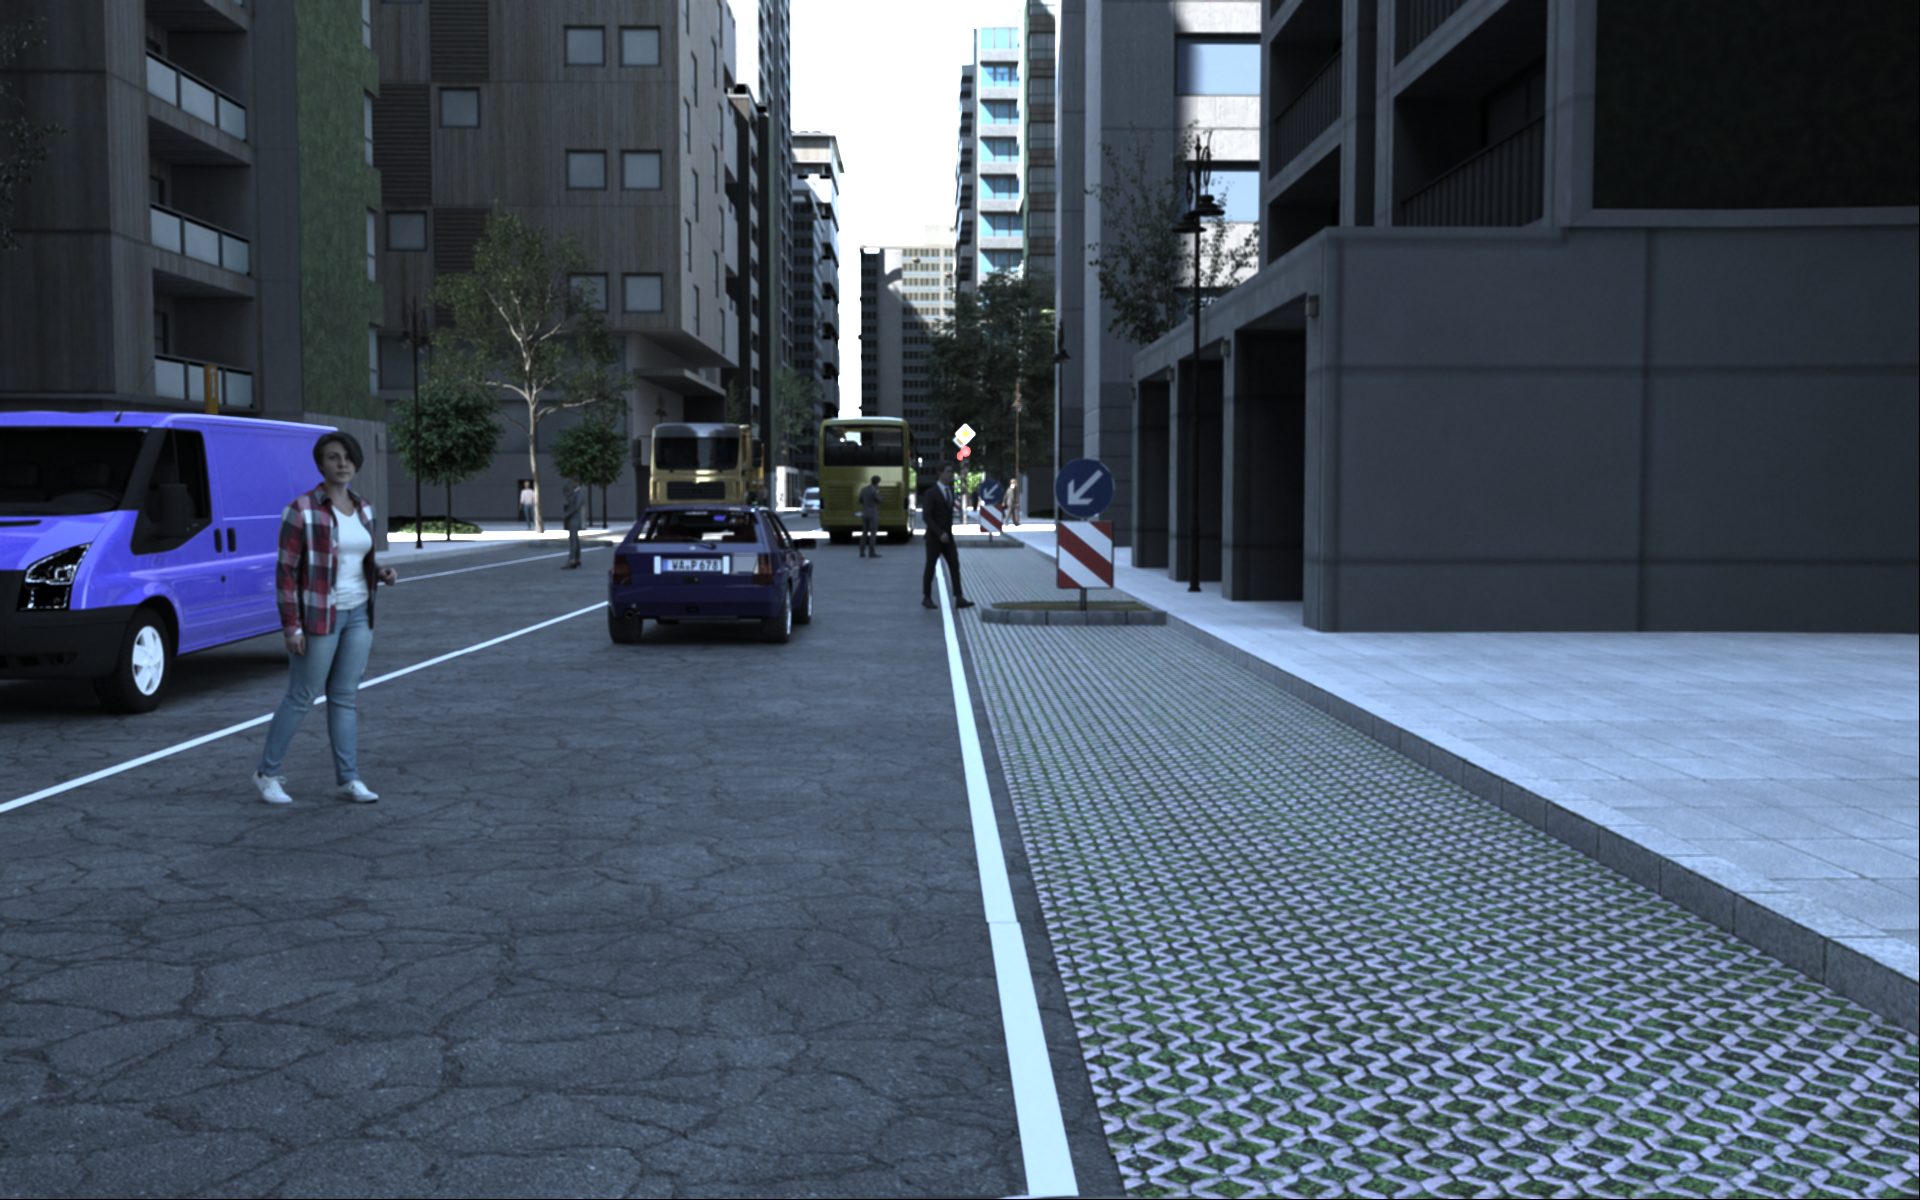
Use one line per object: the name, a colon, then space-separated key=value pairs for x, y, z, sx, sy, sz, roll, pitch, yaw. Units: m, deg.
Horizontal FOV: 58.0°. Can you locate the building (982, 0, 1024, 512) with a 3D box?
building: x=13.403 y=-50.333 z=135.622 sx=22.319 sy=86.520 sz=31.000 roll=0 pitch=4 yaw=-1

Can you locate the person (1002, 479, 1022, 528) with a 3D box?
person: x=2.026 y=-3.701 z=66.337 sx=0.755 sy=1.850 sz=0.659 roll=-1 pitch=4 yaw=-11

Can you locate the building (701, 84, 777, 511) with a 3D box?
building: x=-20.663 y=-21.448 z=122.377 sx=14.160 sy=30.474 sz=14.107 roll=0 pitch=4 yaw=-1

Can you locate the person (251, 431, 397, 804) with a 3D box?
person: x=-2.950 y=0.078 z=8.057 sx=0.643 sy=1.720 sz=0.563 roll=2 pitch=4 yaw=29

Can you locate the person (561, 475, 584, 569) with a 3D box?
person: x=-7.498 y=-1.501 z=33.318 sx=0.573 sy=1.790 sz=0.520 roll=-3 pitch=4 yaw=-36

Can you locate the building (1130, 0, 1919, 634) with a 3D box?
building: x=13.457 y=-35.494 z=18.587 sx=20.563 sy=71.187 sz=20.611 roll=0 pitch=4 yaw=-1

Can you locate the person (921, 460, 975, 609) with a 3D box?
person: x=-0.170 y=-0.815 z=21.597 sx=0.755 sy=1.850 sz=0.659 roll=3 pitch=5 yaw=42

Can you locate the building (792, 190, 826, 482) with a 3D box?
building: x=-28.812 y=-31.830 z=212.304 sx=23.993 sy=40.220 sz=32.217 roll=0 pitch=4 yaw=-1

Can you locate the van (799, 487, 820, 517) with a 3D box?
van: x=-9.001 y=-6.181 z=108.065 sx=2.013 sy=2.044 sz=4.112 roll=0 pitch=4 yaw=-2

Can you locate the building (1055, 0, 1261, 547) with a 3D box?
building: x=13.566 y=-31.334 z=54.311 sx=21.231 sy=58.520 sz=28.212 roll=0 pitch=4 yaw=-1

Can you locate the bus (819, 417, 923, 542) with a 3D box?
bus: x=-2.716 y=-3.841 z=54.345 sx=2.896 sy=3.916 sz=12.252 roll=0 pitch=4 yaw=0

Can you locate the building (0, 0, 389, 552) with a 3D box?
building: x=-19.788 y=-21.241 z=30.891 sx=14.154 sy=41.232 sz=14.086 roll=0 pitch=4 yaw=-1

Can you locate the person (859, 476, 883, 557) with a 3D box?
person: x=-2.011 y=-1.895 z=39.296 sx=0.655 sy=1.846 sz=0.447 roll=3 pitch=5 yaw=41

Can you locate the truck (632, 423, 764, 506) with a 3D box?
truck: x=-7.222 y=-3.305 z=49.969 sx=3.469 sy=3.379 sz=9.791 roll=0 pitch=4 yaw=-3

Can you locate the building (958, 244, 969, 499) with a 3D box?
building: x=6.762 y=-26.210 z=200.242 sx=14.160 sy=30.474 sz=14.107 roll=0 pitch=4 yaw=-1

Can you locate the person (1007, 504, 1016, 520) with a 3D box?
person: x=2.654 y=-4.653 z=87.132 sx=0.505 sy=1.210 sz=0.382 roll=-2 pitch=4 yaw=-31

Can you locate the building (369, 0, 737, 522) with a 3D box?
building: x=-26.077 y=-30.560 z=88.895 sx=28.713 sy=52.752 sz=27.495 roll=0 pitch=4 yaw=-1

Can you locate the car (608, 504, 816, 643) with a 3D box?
car: x=-2.503 y=-0.330 z=17.978 sx=1.945 sy=1.354 sz=3.894 roll=0 pitch=4 yaw=0

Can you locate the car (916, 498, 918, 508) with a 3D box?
car: x=-5.333 y=-10.267 z=179.863 sx=2.014 sy=1.417 sz=4.499 roll=0 pitch=4 yaw=-3

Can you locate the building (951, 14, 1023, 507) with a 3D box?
building: x=11.022 y=-34.123 z=177.515 sx=23.786 sy=49.044 sz=30.456 roll=0 pitch=4 yaw=-1

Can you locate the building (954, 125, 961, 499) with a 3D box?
building: x=10.044 y=-36.323 z=217.579 sx=21.300 sy=48.544 sz=21.600 roll=0 pitch=4 yaw=-1

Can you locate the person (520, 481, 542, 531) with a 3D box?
person: x=-14.943 y=-3.291 z=60.516 sx=0.598 sy=1.740 sz=0.731 roll=3 pitch=5 yaw=43

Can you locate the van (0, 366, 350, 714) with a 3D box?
van: x=-6.273 y=-0.530 z=13.048 sx=2.240 sy=2.365 sz=5.245 roll=0 pitch=4 yaw=-1

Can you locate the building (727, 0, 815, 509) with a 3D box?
building: x=-26.032 y=-45.498 z=182.149 sx=20.563 sy=71.187 sz=20.611 roll=0 pitch=4 yaw=-1

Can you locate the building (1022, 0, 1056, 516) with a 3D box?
building: x=10.800 y=-25.863 z=106.461 sx=14.154 sy=41.232 sz=14.086 roll=0 pitch=4 yaw=-1

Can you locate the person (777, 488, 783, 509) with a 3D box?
person: x=-15.644 y=-8.802 z=150.051 sx=0.694 sy=1.812 sz=0.767 roll=0 pitch=4 yaw=-1

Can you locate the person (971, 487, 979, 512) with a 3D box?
person: x=1.098 y=-7.188 z=123.988 sx=0.576 sy=1.772 sz=0.534 roll=-2 pitch=4 yaw=-34

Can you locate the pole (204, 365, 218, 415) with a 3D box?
pole: x=-11.879 y=-2.061 z=27.546 sx=0.158 sy=3.312 sz=0.155 roll=0 pitch=3 yaw=0

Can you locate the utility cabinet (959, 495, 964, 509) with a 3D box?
utility cabinet: x=0.119 y=-8.456 z=149.418 sx=0.306 sy=1.237 sz=1.020 roll=0 pitch=4 yaw=-5

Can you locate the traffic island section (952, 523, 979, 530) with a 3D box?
traffic island section: x=0.080 y=-3.383 z=77.600 sx=2.009 sy=0.180 sz=2.903 roll=0 pitch=4 yaw=-1

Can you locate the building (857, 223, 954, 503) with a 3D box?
building: x=-2.704 y=-34.233 z=251.591 sx=23.993 sy=40.220 sz=32.217 roll=0 pitch=4 yaw=-1

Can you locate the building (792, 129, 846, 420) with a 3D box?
building: x=-28.576 y=-40.384 z=249.521 sx=27.495 sy=52.752 sz=28.713 roll=0 pitch=4 yaw=-1
